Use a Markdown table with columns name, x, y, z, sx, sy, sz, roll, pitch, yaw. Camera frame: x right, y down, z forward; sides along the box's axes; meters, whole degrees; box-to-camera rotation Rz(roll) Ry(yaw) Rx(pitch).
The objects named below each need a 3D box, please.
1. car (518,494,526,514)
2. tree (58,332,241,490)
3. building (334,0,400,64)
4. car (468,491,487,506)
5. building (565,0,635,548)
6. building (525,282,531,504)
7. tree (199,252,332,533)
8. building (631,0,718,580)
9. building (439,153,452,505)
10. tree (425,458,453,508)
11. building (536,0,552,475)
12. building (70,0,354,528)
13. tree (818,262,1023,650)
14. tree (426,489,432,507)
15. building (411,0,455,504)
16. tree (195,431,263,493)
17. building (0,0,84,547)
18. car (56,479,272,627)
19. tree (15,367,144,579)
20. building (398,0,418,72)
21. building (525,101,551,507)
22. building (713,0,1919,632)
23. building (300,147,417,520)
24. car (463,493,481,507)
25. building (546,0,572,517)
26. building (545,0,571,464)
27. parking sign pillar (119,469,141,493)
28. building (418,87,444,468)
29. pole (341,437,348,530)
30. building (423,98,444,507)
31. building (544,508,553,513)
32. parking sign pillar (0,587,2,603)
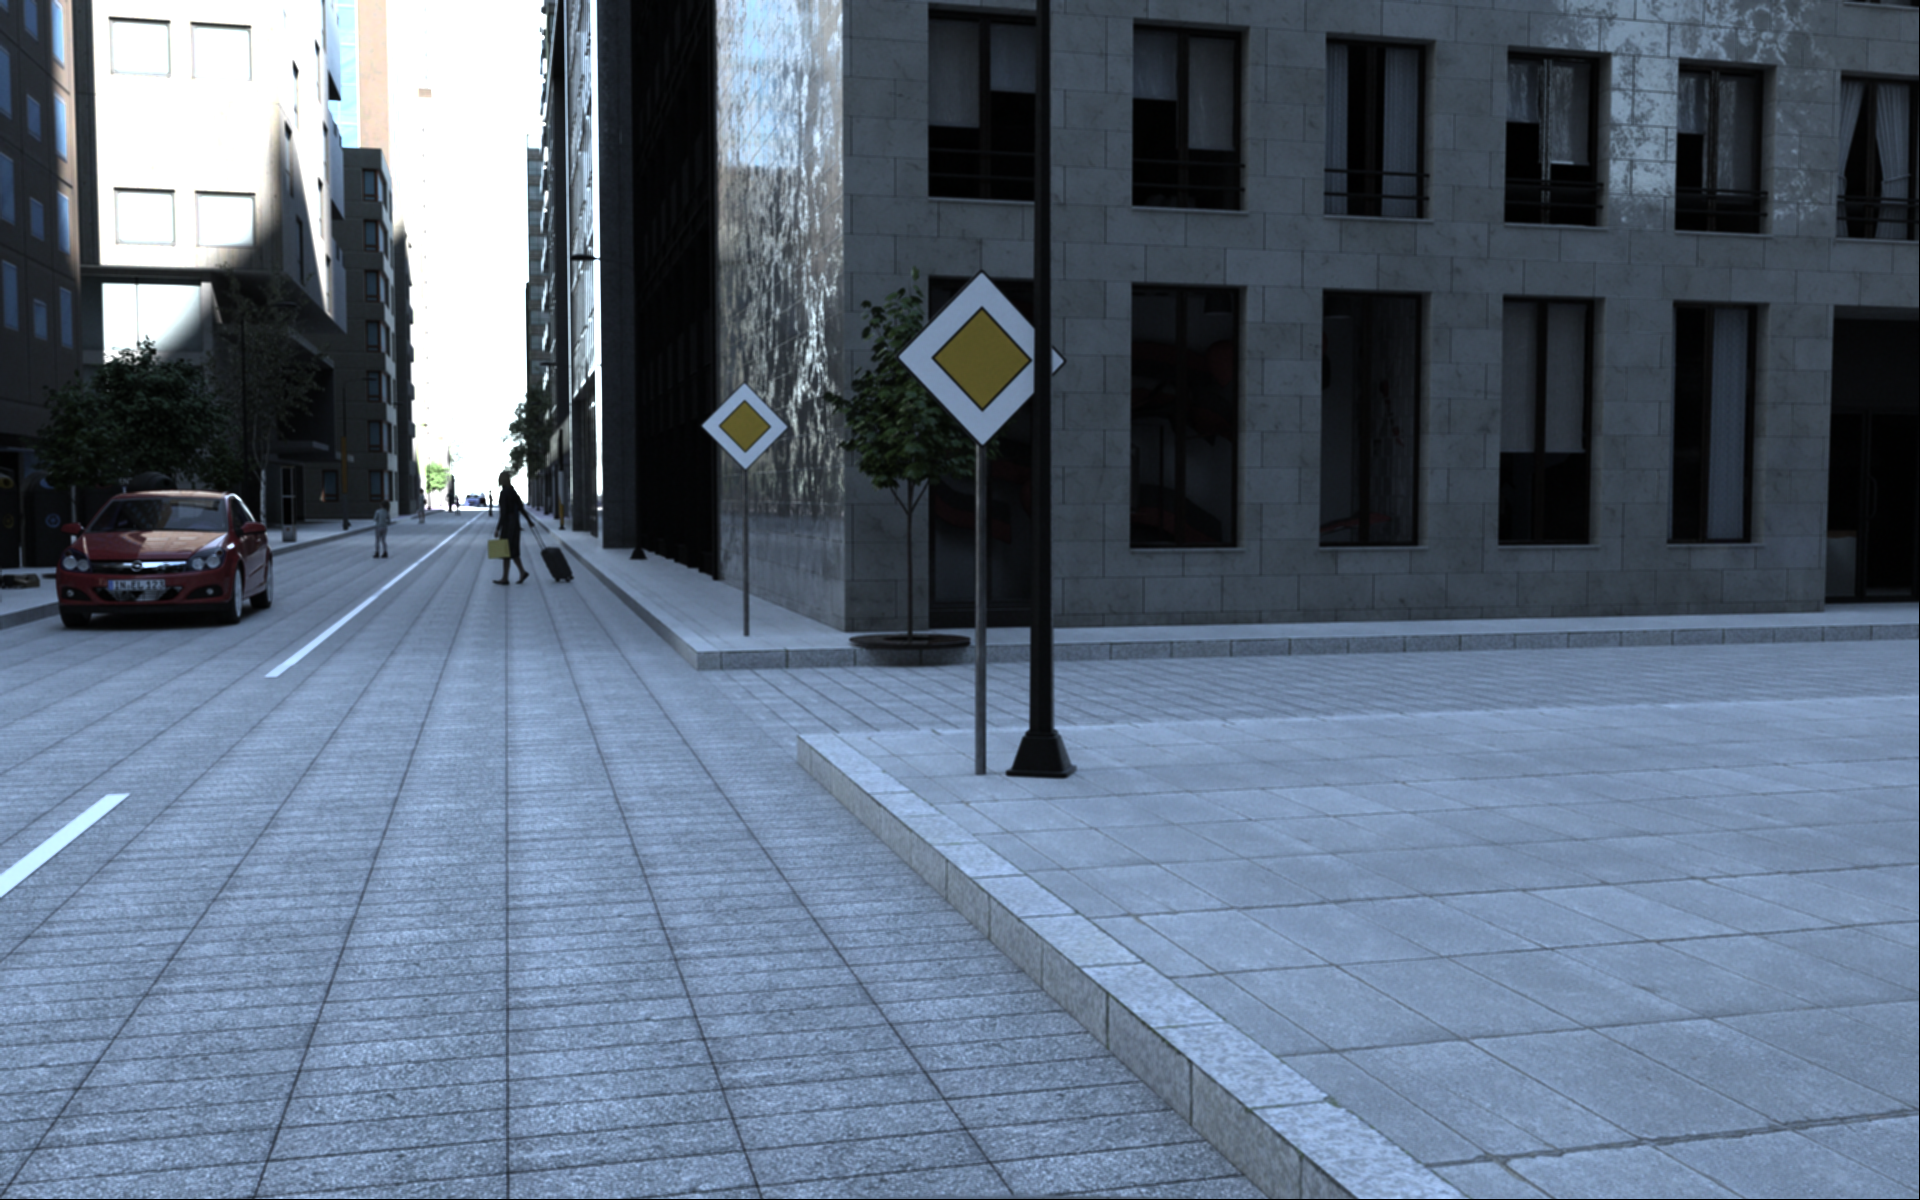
| name | x | y | z | sx | sy | sz | roll | pitch | yaw |
| --- | --- | --- | --- | --- | --- | --- | --- | --- | --- |
| car | -32.984 | -7.170 | 127.460 | 2.015 | 1.641 | 3.980 | -1 | 4 | -13 |
| tree | -16.452 | -3.152 | 35.249 | 4.285 | 4.588 | 4.351 | 0 | 3 | 0 |
| building | -45.949 | -28.676 | 118.969 | 14.600 | 45.320 | 14.200 | -1 | 4 | -15 |
| car | -56.186 | -11.807 | 201.714 | 2.281 | 1.827 | 5.304 | -1 | 4 | -14 |
| building | -5.124 | -14.261 | 51.190 | 12.078 | 24.808 | 19.932 | -1 | 4 | -15 |
| building | -52.188 | -28.462 | 237.062 | 14.160 | 30.474 | 14.107 | -1 | 4 | -15 |
| tree | -21.485 | -6.293 | 53.259 | 4.360 | 8.622 | 3.978 | 0 | 3 | 0 |
| building | 0.299 | -12.509 | 34.199 | 12.332 | 23.373 | 15.834 | -1 | 4 | -15 |
| building | -66.590 | -31.596 | 200.182 | 14.154 | 41.232 | 14.086 | -1 | 4 | -15 |
| tree | -48.314 | -10.731 | 159.171 | 4.285 | 4.588 | 4.351 | 0 | 3 | 0 |
| building | -24.595 | -32.420 | 149.670 | 23.786 | 49.044 | 30.456 | -1 | 4 | -15 |
| building | -38.587 | -29.113 | 65.241 | 28.713 | 52.752 | 27.495 | -1 | 4 | -15 |
| tree | -0.414 | -1.220 | 14.542 | 1.663 | 3.219 | 1.824 | 0 | 3 | 0 |
| tree | -51.453 | -10.512 | 166.477 | 1.663 | 3.219 | 1.824 | 0 | 3 | 0 |
| building | -74.084 | -47.520 | 215.210 | 20.563 | 71.187 | 20.611 | -1 | 4 | -15 |
| tree | -20.251 | -3.228 | 47.382 | 1.663 | 3.219 | 1.824 | 0 | 3 | 0 |
| building | -29.117 | -23.735 | 38.178 | 14.600 | 45.320 | 14.200 | -1 | 4 | -15 |
| car | -9.176 | -0.682 | 20.187 | 2.155 | 1.783 | 4.494 | -1 | 4 | -15 |
| tree | -13.510 | -1.952 | 26.511 | 1.663 | 3.219 | 1.824 | 0 | 3 | 0 |
| building | -53.303 | -28.334 | 146.861 | 14.154 | 41.232 | 14.086 | -1 | 4 | -15 |
| building | -38.981 | -30.689 | 185.352 | 14.154 | 41.232 | 14.086 | -1 | 4 | -15 |
| building | 5.755 | -10.265 | 22.582 | 16.860 | 20.320 | 10.420 | -1 | 4 | -15 |
| building | -45.950 | -15.439 | 97.463 | 27.650 | 21.520 | 28.899 | -1 | 4 | -15 |
| car | -55.494 | -11.458 | 196.931 | 1.945 | 1.707 | 3.694 | -1 | 4 | -15 |
| building | -17.592 | -20.344 | 104.323 | 14.160 | 30.474 | 14.107 | -1 | 4 | -15 |
| building | -10.360 | -15.691 | 75.615 | 14.314 | 24.678 | 30.058 | -1 | 4 | -15 |
| parking sign pillar | -25.307 | -3.926 | 52.661 | 1.447 | 3.967 | 1.447 | 0 | 4 | -4 |
| building | -63.178 | -32.769 | 185.887 | 14.600 | 45.320 | 14.200 | -1 | 4 | -15 |
| pole | -21.958 | -4.158 | 61.822 | 0.158 | 3.312 | 0.155 | 0 | 3 | 0 |
| building | -59.559 | -29.883 | 172.189 | 14.154 | 41.232 | 14.086 | -1 | 4 | -15 |
| building | -13.548 | -26.474 | 124.736 | 32.217 | 40.220 | 23.993 | -1 | 4 | -15 |
| parking sign pillar | -12.016 | -1.935 | 20.108 | 1.447 | 3.967 | 1.447 | 0 | 4 | 4 |
